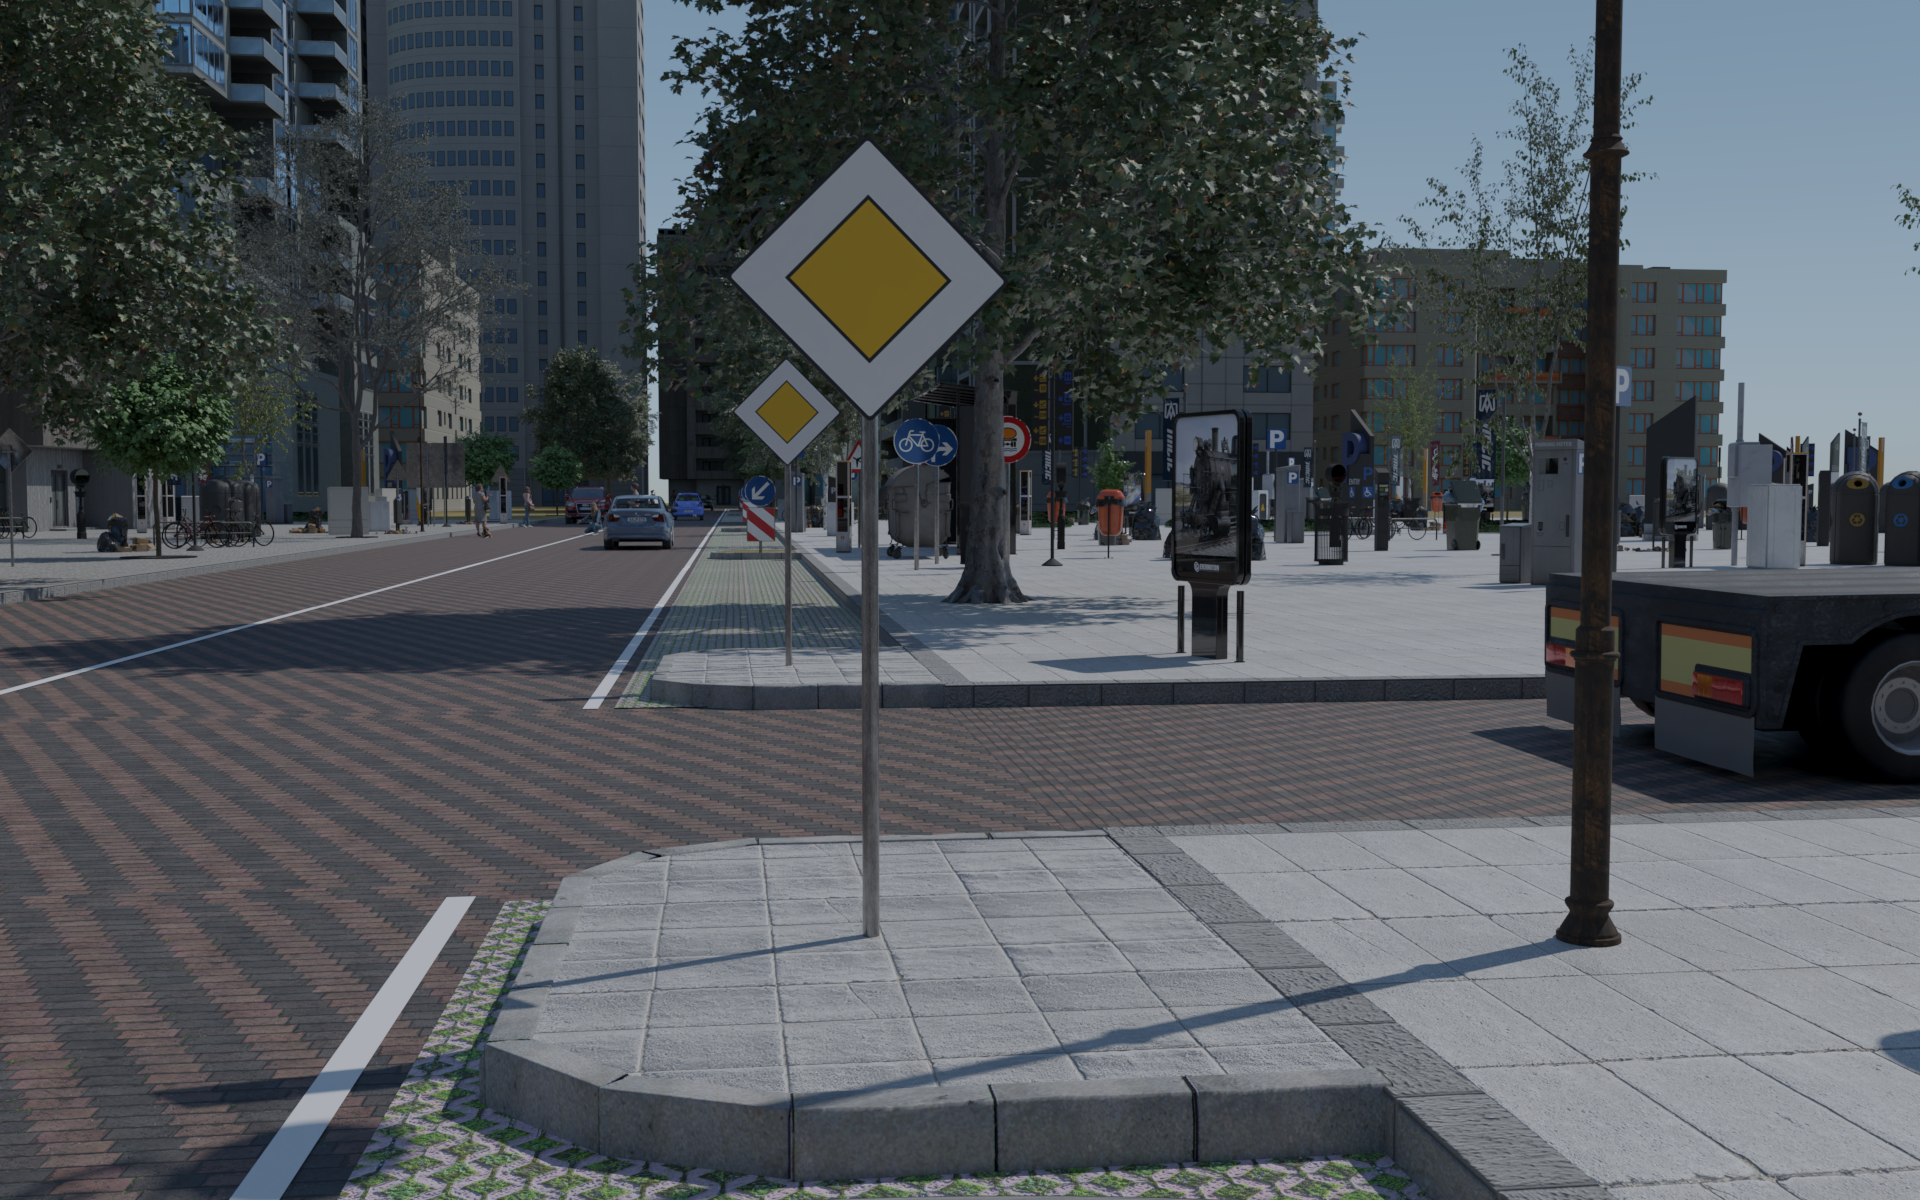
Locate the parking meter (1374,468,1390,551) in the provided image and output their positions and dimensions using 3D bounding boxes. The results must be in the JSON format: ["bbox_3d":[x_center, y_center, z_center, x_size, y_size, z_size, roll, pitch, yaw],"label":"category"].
[{"bbox_3d":[9.527,-2.043,39.117,0.255,1.863,0.399,0,4,1],"label":"parking meter"}]

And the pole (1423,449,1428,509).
[{"bbox_3d":[20.870,-5.129,77.703,0.158,3.312,0.155,0,3,0],"label":"pole"}]

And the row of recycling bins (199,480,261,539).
[{"bbox_3d":[-21.310,-2.667,50.725,1.069,1.692,3.534,0,4,-5],"label":"row of recycling bins"}]

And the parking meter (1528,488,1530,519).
[{"bbox_3d":[22.782,-3.700,68.904,0.372,1.533,0.369,0,3,0],"label":"parking meter"}]

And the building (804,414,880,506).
[{"bbox_3d":[-4.098,-35.173,194.689,30.456,49.044,23.786,0,4,-7],"label":"building"}]

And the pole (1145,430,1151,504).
[{"bbox_3d":[6.020,-3.770,55.476,0.158,3.312,0.155,0,3,0],"label":"pole"}]

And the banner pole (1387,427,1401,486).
[{"bbox_3d":[16.172,-4.573,64.791,0.863,3.779,0.401,-2,4,-30],"label":"banner pole"}]

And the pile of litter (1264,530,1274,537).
[{"bbox_3d":[8.571,-2.293,51.452,1.719,0.858,1.176,0,4,6],"label":"pile of litter"}]

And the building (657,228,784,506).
[{"bbox_3d":[-25.593,-25.445,187.732,14.107,30.474,14.160,0,4,-7],"label":"building"}]

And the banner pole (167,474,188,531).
[{"bbox_3d":[-27.415,-4.328,60.784,0.863,3.779,0.401,-2,4,-23],"label":"banner pole"}]

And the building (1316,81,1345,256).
[{"bbox_3d":[27.263,-35.428,198.858,30.456,49.044,23.786,0,4,-7],"label":"building"}]

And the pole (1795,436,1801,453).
[{"bbox_3d":[29.332,-4.090,60.722,0.158,3.312,0.155,0,3,0],"label":"pole"}]

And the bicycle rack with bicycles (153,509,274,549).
[{"bbox_3d":[-18.113,-1.747,41.942,2.925,0.926,2.852,-3,5,-40],"label":"bicycle rack with bicycles"}]

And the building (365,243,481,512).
[{"bbox_3d":[-53.948,-17.674,134.008,28.899,21.520,27.650,0,4,-7],"label":"building"}]

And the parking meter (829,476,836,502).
[{"bbox_3d":[-4.010,-3.061,55.763,0.399,1.863,0.255,1,4,18],"label":"parking meter"}]

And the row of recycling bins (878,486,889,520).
[{"bbox_3d":[-3.174,-4.909,87.372,1.069,1.692,3.534,2,4,25],"label":"row of recycling bins"}]

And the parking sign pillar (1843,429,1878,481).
[{"bbox_3d":[37.452,-5.105,71.937,1.447,3.967,1.447,1,4,11],"label":"parking sign pillar"}]

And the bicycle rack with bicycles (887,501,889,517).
[{"bbox_3d":[-3.180,-4.296,83.614,2.852,0.926,2.925,1,4,9],"label":"bicycle rack with bicycles"}]

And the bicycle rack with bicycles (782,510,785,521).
[{"bbox_3d":[-6.612,-3.975,78.374,2.925,0.926,2.852,-1,4,-16],"label":"bicycle rack with bicycles"}]

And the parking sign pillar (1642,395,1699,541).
[{"bbox_3d":[19.614,-3.624,47.721,1.447,3.967,1.447,3,5,40],"label":"parking sign pillar"}]

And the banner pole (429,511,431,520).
[{"bbox_3d":[-25.800,-5.804,84.918,0.863,3.779,0.401,-3,5,-42],"label":"banner pole"}]

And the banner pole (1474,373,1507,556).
[{"bbox_3d":[11.127,-2.822,36.160,0.401,3.779,0.863,-3,5,-42],"label":"banner pole"}]

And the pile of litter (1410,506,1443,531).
[{"bbox_3d":[16.563,-2.887,61.162,1.719,0.858,1.176,-2,4,-35],"label":"pile of litter"}]

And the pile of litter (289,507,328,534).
[{"bbox_3d":[-21.342,-2.621,56.811,1.176,0.858,1.719,-2,4,-35],"label":"pile of litter"}]

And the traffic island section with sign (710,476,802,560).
[{"bbox_3d":[-4.549,-1.826,38.475,1.989,1.847,2.006,0,4,-7],"label":"traffic island section with sign"}]

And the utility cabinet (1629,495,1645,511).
[{"bbox_3d":[36.305,-4.977,92.528,1.020,1.237,0.306,2,4,26],"label":"utility cabinet"}]

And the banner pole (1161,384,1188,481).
[{"bbox_3d":[4.941,-3.029,39.544,0.863,3.779,0.401,3,5,44],"label":"banner pole"}]

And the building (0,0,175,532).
[{"bbox_3d":[-36.852,-17.591,59.308,14.160,30.474,14.107,0,4,-7],"label":"building"}]

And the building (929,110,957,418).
[{"bbox_3d":[4.477,-21.656,125.771,14.160,30.474,14.107,0,4,-7],"label":"building"}]

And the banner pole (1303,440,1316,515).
[{"bbox_3d":[16.373,-5.563,80.969,0.401,3.779,0.863,-3,5,-40],"label":"banner pole"}]

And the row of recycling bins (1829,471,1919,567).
[{"bbox_3d":[17.159,-1.432,30.533,1.069,1.692,3.534,-3,4,-37],"label":"row of recycling bins"}]

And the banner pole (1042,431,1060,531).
[{"bbox_3d":[3.210,-4.279,59.986,0.863,3.779,0.401,1,4,17],"label":"banner pole"}]

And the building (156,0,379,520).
[{"bbox_3d":[-45.972,-47.965,96.900,22.319,86.520,31.000,0,4,-7],"label":"building"}]

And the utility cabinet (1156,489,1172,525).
[{"bbox_3d":[8.494,-3.746,69.929,1.173,1.500,0.318,1,4,10],"label":"utility cabinet"}]

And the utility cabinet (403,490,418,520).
[{"bbox_3d":[-26.895,-4.668,84.999,0.318,1.500,1.173,1,4,22],"label":"utility cabinet"}]

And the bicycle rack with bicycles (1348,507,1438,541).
[{"bbox_3d":[11.886,-2.157,48.641,2.925,0.926,2.852,-2,4,-28],"label":"bicycle rack with bicycles"}]

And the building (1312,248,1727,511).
[{"bbox_3d":[42.926,-18.380,145.545,28.899,21.520,27.650,0,4,-7],"label":"building"}]

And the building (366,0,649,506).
[{"bbox_3d":[-48.343,-39.475,187.416,28.212,58.520,21.231,0,4,-7],"label":"building"}]

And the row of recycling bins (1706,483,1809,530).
[{"bbox_3d":[28.485,-3.354,61.953,3.534,1.692,1.069,0,4,-1],"label":"row of recycling bins"}]

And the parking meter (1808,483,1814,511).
[{"bbox_3d":[46.302,-5.427,94.442,0.399,1.863,0.255,1,4,10],"label":"parking meter"}]

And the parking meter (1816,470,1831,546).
[{"bbox_3d":[21.259,-2.258,42.622,0.255,1.863,0.399,1,4,21],"label":"parking meter"}]

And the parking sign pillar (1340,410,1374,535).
[{"bbox_3d":[12.556,-4.048,54.652,1.447,3.967,1.447,-1,4,-16],"label":"parking sign pillar"}]

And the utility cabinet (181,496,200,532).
[{"bbox_3d":[-24.779,-2.766,56.385,1.020,1.237,0.306,-2,4,-26],"label":"utility cabinet"}]

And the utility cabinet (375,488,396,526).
[{"bbox_3d":[-22.873,-3.687,68.969,0.318,1.500,1.173,0,4,8],"label":"utility cabinet"}]

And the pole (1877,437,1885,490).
[{"bbox_3d":[33.079,-4.184,62.253,0.158,3.312,0.155,0,3,0],"label":"pole"}]

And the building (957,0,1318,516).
[{"bbox_3d":[9.058,-40.937,107.566,20.563,71.187,20.611,0,4,-7],"label":"building"}]

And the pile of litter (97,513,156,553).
[{"bbox_3d":[-18.603,-1.519,38.806,1.176,0.858,1.719,1,4,18],"label":"pile of litter"}]

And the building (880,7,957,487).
[{"bbox_3d":[4.808,-31.798,143.600,21.300,48.544,21.600,0,4,-7],"label":"building"}]

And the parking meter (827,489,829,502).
[{"bbox_3d":[-6.371,-4.619,83.938,0.372,1.533,0.369,0,3,0],"label":"parking meter"}]

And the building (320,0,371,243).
[{"bbox_3d":[-73.367,-45.549,182.973,20.611,71.187,20.563,0,4,-7],"label":"building"}]

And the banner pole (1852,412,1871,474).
[{"bbox_3d":[27.566,-3.851,52.987,0.863,3.779,0.401,-3,5,-43],"label":"banner pole"}]

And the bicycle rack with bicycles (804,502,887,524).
[{"bbox_3d":[-5.279,-3.706,73.975,2.925,0.926,2.852,3,4,38],"label":"bicycle rack with bicycles"}]

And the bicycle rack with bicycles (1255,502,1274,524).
[{"bbox_3d":[8.188,-2.519,54.570,2.925,0.926,2.852,-1,4,-23],"label":"bicycle rack with bicycles"}]

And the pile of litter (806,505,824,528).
[{"bbox_3d":[-5.513,-3.181,65.977,1.719,0.858,1.176,1,4,16],"label":"pile of litter"}]

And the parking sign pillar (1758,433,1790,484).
[{"bbox_3d":[35.479,-5.334,75.690,1.447,3.967,1.447,-3,5,-42],"label":"parking sign pillar"}]

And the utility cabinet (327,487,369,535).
[{"bbox_3d":[-19.050,-2.768,53.932,1.173,1.500,0.318,-2,4,-29],"label":"utility cabinet"}]

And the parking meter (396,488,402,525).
[{"bbox_3d":[-23.203,-3.851,71.376,0.372,1.533,0.369,0,3,0],"label":"parking meter"}]

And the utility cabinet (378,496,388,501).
[{"bbox_3d":[-20.698,-3.121,62.188,0.306,1.237,1.020,-1,4,-17],"label":"utility cabinet"}]

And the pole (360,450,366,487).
[{"bbox_3d":[-27.388,-5.241,79.536,0.158,3.312,0.155,0,3,0],"label":"pole"}]

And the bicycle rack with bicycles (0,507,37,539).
[{"bbox_3d":[-27.846,-2.204,49.412,2.852,0.926,2.925,3,4,36],"label":"bicycle rack with bicycles"}]
